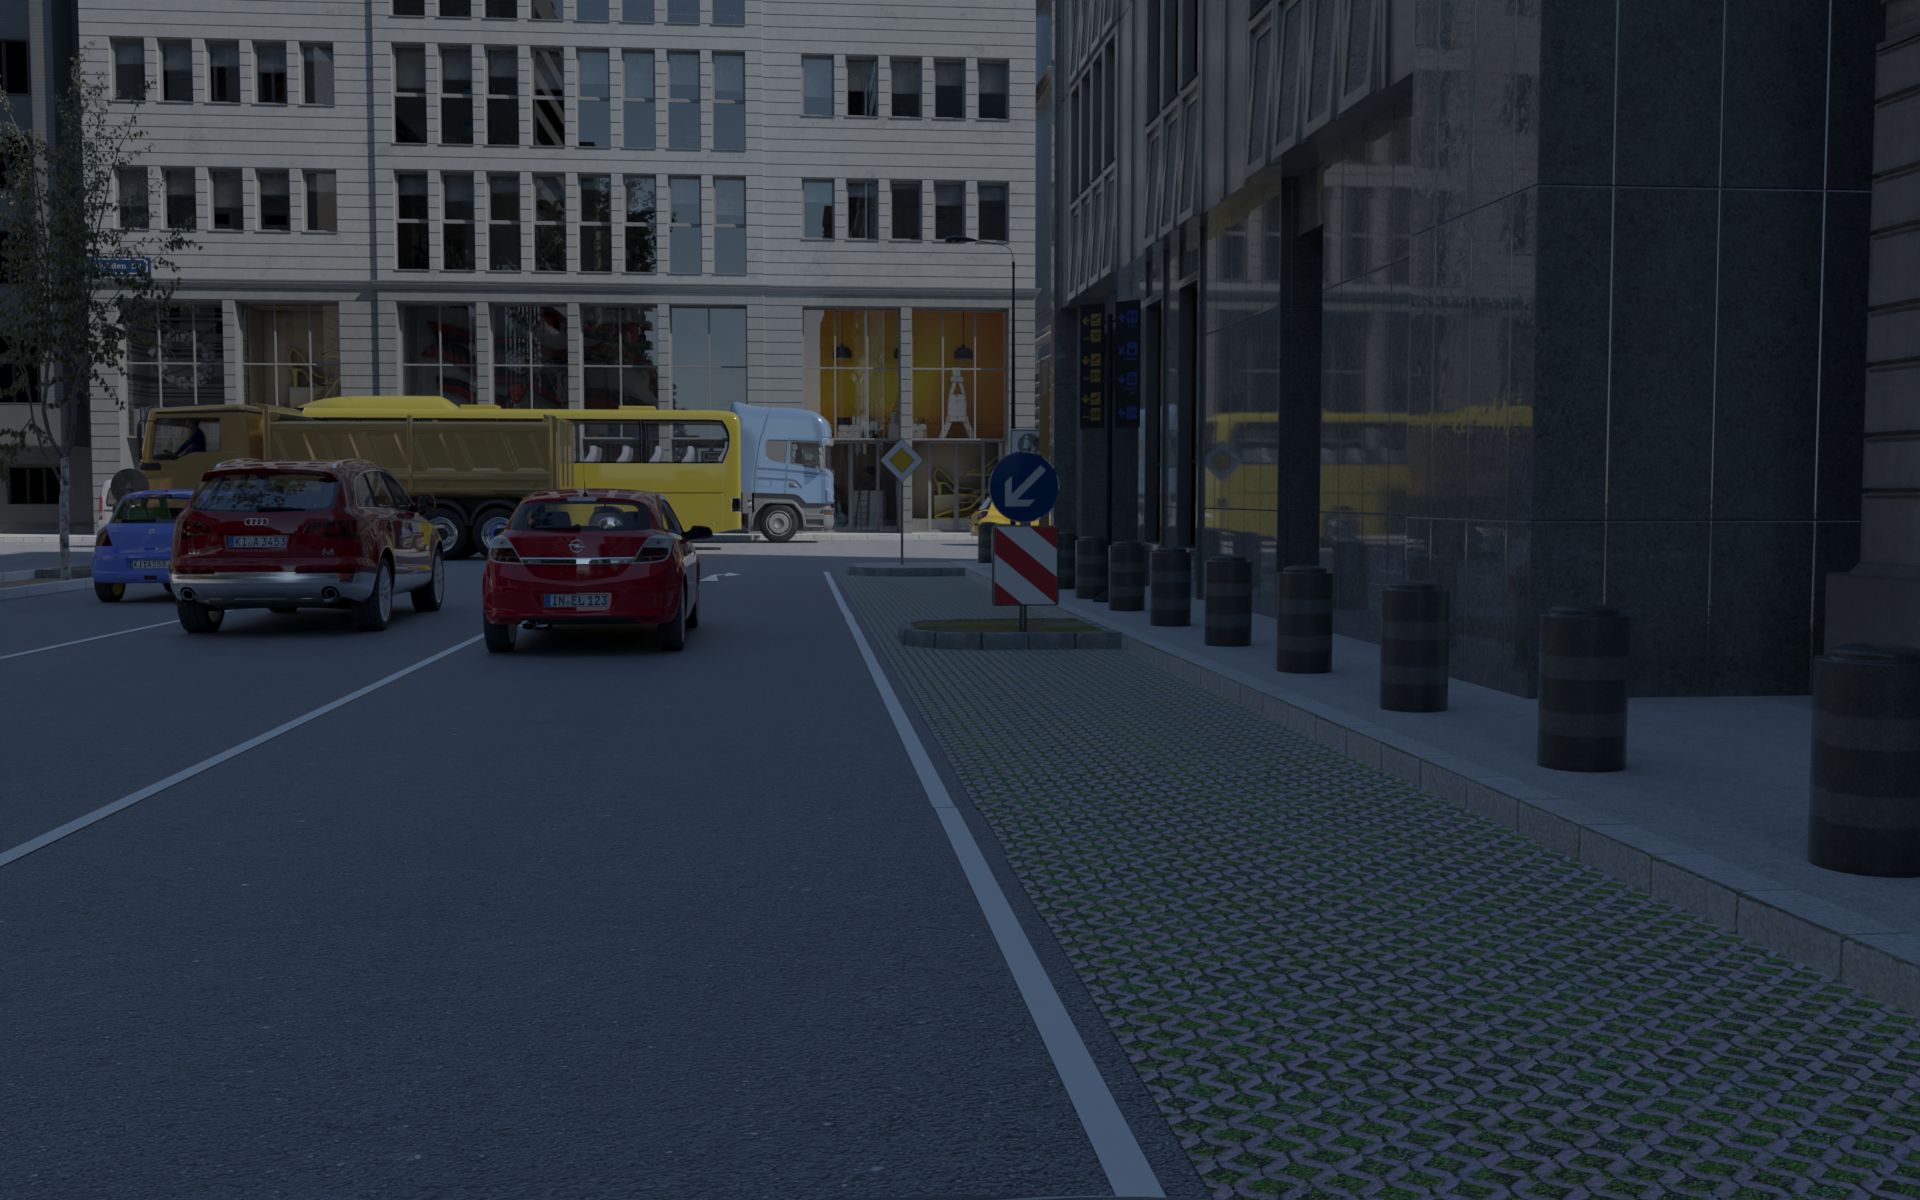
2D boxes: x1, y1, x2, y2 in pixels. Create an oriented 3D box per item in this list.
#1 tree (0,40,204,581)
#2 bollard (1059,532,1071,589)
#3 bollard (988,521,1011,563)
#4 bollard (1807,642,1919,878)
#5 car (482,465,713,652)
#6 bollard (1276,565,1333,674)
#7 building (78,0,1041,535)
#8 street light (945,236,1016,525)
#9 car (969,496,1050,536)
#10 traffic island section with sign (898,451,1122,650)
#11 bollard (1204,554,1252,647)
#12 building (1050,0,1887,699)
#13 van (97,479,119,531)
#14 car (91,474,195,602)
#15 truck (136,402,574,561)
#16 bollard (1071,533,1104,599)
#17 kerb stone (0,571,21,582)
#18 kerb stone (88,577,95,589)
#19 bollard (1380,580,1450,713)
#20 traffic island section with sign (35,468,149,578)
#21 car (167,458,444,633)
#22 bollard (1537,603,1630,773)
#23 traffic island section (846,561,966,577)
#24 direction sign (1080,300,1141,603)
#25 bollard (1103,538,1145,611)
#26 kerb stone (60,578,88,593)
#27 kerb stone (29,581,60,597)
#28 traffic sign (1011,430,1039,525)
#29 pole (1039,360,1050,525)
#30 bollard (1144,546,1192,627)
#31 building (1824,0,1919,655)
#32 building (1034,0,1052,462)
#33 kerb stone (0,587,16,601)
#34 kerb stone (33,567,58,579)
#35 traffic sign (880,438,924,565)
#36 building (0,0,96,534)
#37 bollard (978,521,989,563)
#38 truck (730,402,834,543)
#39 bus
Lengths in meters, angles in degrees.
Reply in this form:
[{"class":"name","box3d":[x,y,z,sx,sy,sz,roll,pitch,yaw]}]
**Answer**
[{"class":"tree","box3d":[-14.620,-4.612,28.223,4.360,8.622,3.978,0,3,0]},{"class":"bollard","box3d":[1.404,-0.537,23.492,0.404,0.777,0.398,0,3,0]},{"class":"bollard","box3d":[0.751,-0.940,30.086,0.404,0.777,0.398,0,3,0]},{"class":"bollard","box3d":[3.149,0.536,5.959,0.404,0.777,0.398,0,3,0]},{"class":"car","box3d":[-3.561,-0.501,17.229,2.155,1.783,4.494,0,4,-6]},{"class":"bollard","box3d":[2.494,0.134,12.527,0.404,0.777,0.398,0,3,0]},{"class":"building","box3d":[-12.748,-17.257,59.645,29.804,29.767,11.434,0,4,-6]},{"class":"street light","box3d":[0.426,-3.597,31.350,1.470,5.913,1.316,0,4,-6]},{"class":"car","box3d":[2.264,-2.355,48.727,3.980,1.641,2.015,0,4,-7]},{"class":"traffic island section with sign","box3d":[0.415,-0.498,16.776,1.989,1.847,2.006,0,4,-6]},{"class":"bollard","box3d":[2.280,0.000,14.716,0.404,0.777,0.398,0,3,0]},{"class":"building","box3d":[8.549,-12.387,20.547,12.078,24.808,19.932,0,4,-6]},{"class":"van","box3d":[-21.091,-2.447,47.028,4.112,2.044,2.013,0,4,-5]},{"class":"car","box3d":[-10.702,-0.902,24.342,1.945,1.707,3.694,0,4,-5]},{"class":"truck","box3d":[-13.614,-2.581,38.121,9.791,3.379,3.469,0,4,-5]},{"class":"bollard","box3d":[1.623,-0.403,21.302,0.404,0.777,0.398,0,3,0]},{"class":"kerb stone","box3d":[-15.578,-0.386,28.502,0.120,0.150,1.000,0,4,-6]},{"class":"kerb stone","box3d":[-13.289,-0.271,26.623,0.120,0.150,1.000,0,4,-6]},{"class":"bollard","box3d":[2.713,0.268,10.338,0.404,0.777,0.398,0,3,0]},{"class":"traffic island section with sign","box3d":[-14.702,-1.351,30.219,2.006,1.907,1.989,0,4,-6]},{"class":"car","box3d":[-7.202,-0.664,19.527,2.281,1.827,5.304,0,4,-7]},{"class":"bollard","box3d":[2.931,0.402,8.148,0.404,0.777,0.398,0,3,0]},{"class":"traffic island section","box3d":[-1.028,-0.554,31.332,2.009,0.180,2.903,0,4,-6]},{"class":"direction sign","box3d":[1.772,-1.746,20.542,0.876,3.537,0.379,3,5,43]},{"class":"bollard","box3d":[1.842,-0.269,19.113,0.404,0.777,0.398,0,3,0]},{"class":"kerb stone","box3d":[-13.192,-0.208,25.603,0.120,0.150,1.000,0,4,-6]},{"class":"kerb stone","box3d":[-13.083,-0.145,24.568,0.120,0.150,1.000,0,4,-6]},{"class":"traffic sign","box3d":[1.085,-1.537,27.259,0.606,2.300,0.079,0,4,2]},{"class":"pole","box3d":[1.283,-1.992,26.416,0.158,3.312,0.155,0,3,0]},{"class":"bollard","box3d":[2.059,-0.135,16.918,0.404,0.777,0.398,0,3,0]},{"class":"building","box3d":[10.617,-8.340,0.991,10.561,19.102,19.286,0,4,-6]},{"class":"building","box3d":[11.933,-14.319,62.990,19.941,23.489,11.050,0,4,-6]},{"class":"kerb stone","box3d":[-12.982,-0.080,23.548,0.120,0.150,1.000,0,4,-6]},{"class":"kerb stone","box3d":[-15.684,-0.448,29.522,0.120,0.150,1.000,0,4,-6]},{"class":"traffic sign","box3d":[-1.050,-1.689,31.253,0.795,2.450,0.064,0,4,-6]},{"class":"building","box3d":[-42.780,-14.695,59.333,30.058,24.678,14.314,0,4,-6]},{"class":"bollard","box3d":[0.532,-1.075,32.290,0.404,0.777,0.398,0,3,0]},{"class":"truck","box3d":[-12.421,-3.740,50.916,18.799,4.110,2.967,0,4,-5]},{"class":"bus","box3d":[-11.781,-3.228,44.323,12.252,3.916,2.896,0,4,-8]}]
